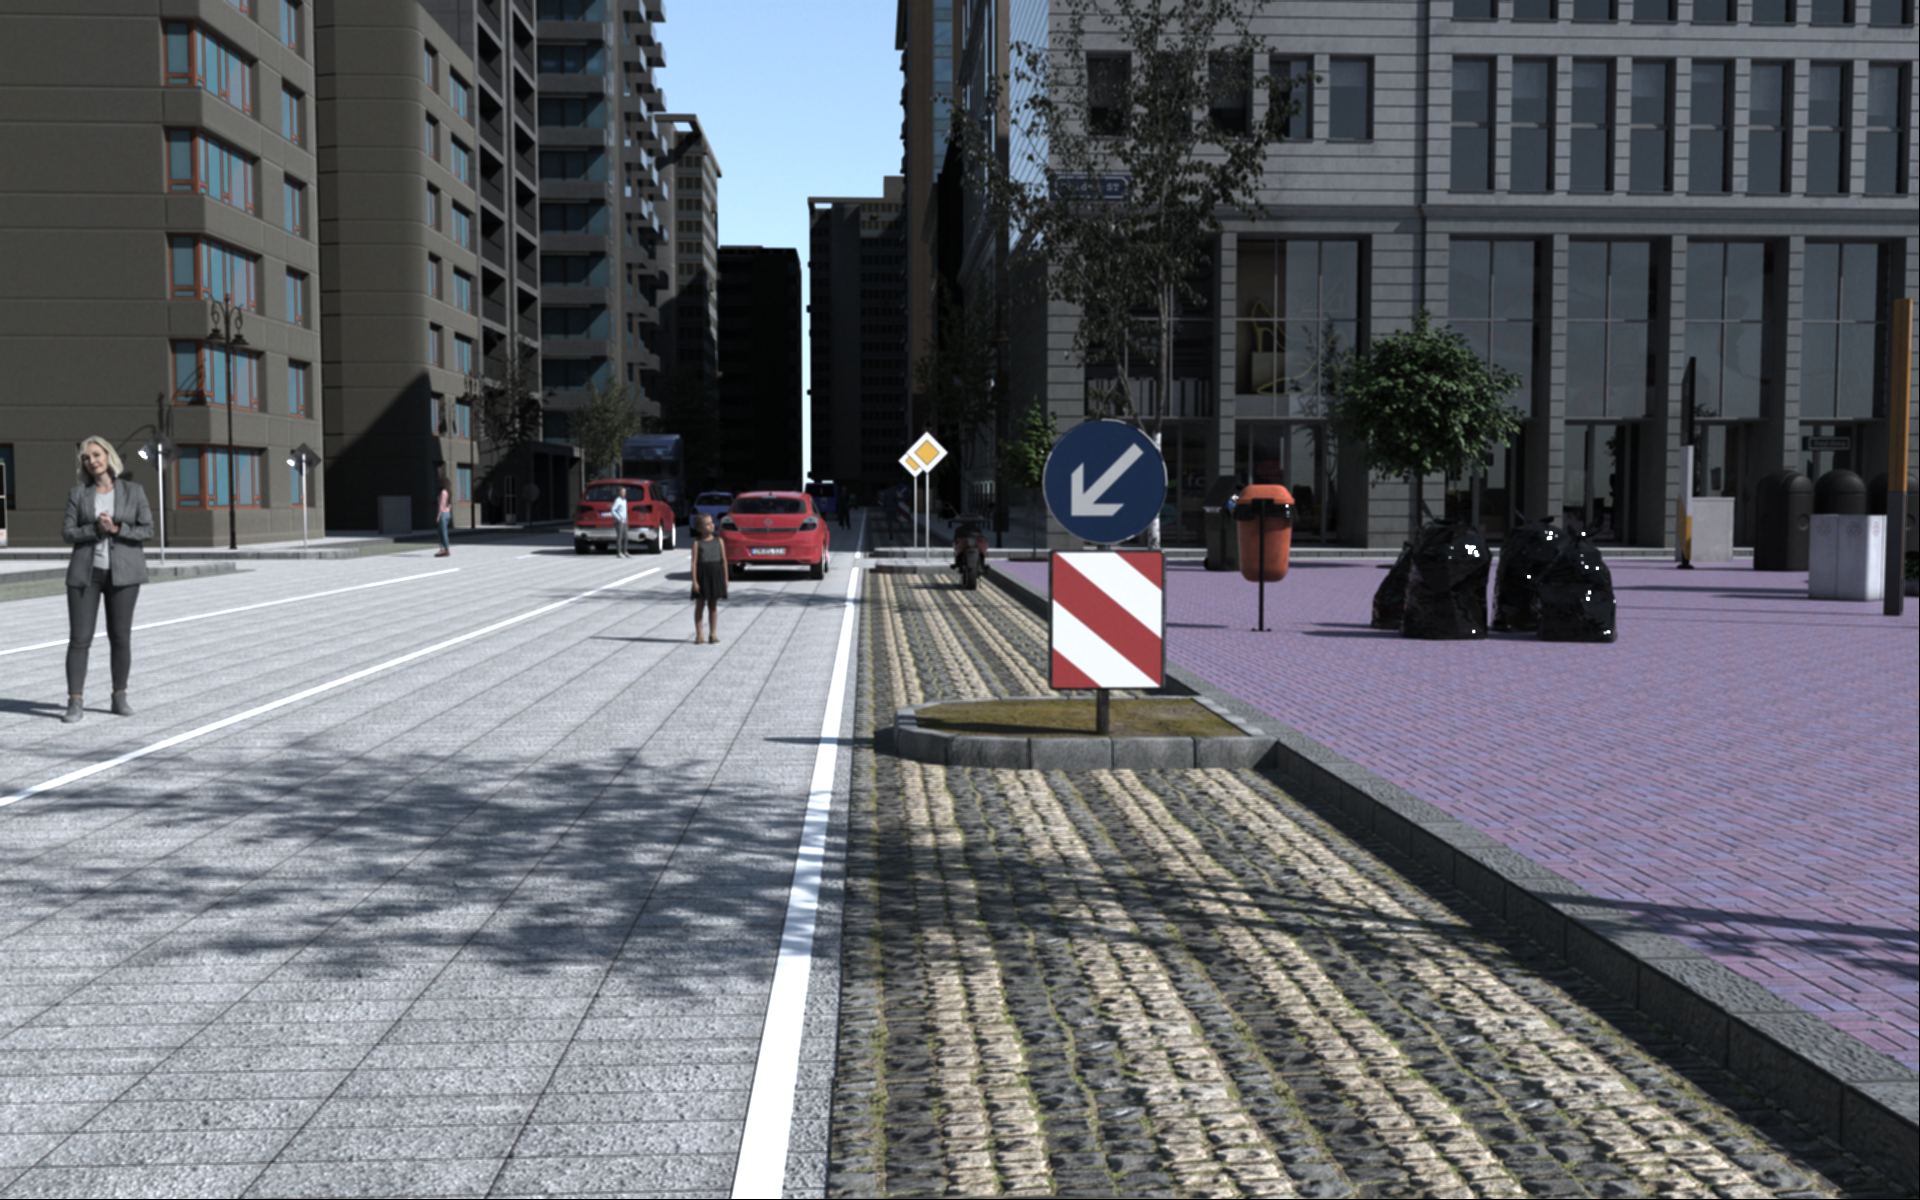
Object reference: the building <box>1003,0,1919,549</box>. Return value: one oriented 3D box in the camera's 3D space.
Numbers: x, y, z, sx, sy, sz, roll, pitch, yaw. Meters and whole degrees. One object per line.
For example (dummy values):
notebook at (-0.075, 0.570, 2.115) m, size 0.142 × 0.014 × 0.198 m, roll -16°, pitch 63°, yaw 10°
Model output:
building at (16.430, -16.380, 45.306) m, size 29.804 × 29.767 × 11.434 m, roll 0°, pitch 4°, yaw -3°

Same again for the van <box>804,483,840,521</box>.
van at (-7.571, -5.563, 95.347) m, size 2.240 × 2.365 × 5.245 m, roll 0°, pitch 4°, yaw -2°

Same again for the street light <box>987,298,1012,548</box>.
street light at (0.923, -4.169, 40.953) m, size 0.468 × 5.910 × 1.993 m, roll 0°, pitch 4°, yaw -3°

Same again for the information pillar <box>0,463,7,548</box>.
information pillar at (-22.753, -2.225, 40.878) m, size 0.304 × 2.012 × 0.304 m, roll 1°, pitch 4°, yaw 16°

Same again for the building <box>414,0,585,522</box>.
building at (-30.136, -39.615, 85.960) m, size 20.563 × 71.187 × 20.611 m, roll 0°, pitch 4°, yaw -3°

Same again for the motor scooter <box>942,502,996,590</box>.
motor scooter at (0.144, -0.831, 26.366) m, size 0.815 × 1.314 × 1.986 m, roll 0°, pitch 4°, yaw -2°

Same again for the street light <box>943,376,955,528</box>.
street light at (-0.378, -5.671, 65.504) m, size 0.468 × 5.910 × 1.993 m, roll 0°, pitch 4°, yaw -3°

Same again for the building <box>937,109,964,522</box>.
building at (5.338, -15.708, 86.506) m, size 12.332 × 23.373 × 15.834 m, roll 0°, pitch 4°, yaw -3°

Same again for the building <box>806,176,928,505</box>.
building at (-6.755, -31.953, 214.305) m, size 23.993 × 40.220 × 32.217 m, roll 0°, pitch 4°, yaw -3°

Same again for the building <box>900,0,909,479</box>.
building at (6.025, -30.261, 149.386) m, size 22.147 × 44.769 × 28.867 m, roll 0°, pitch 4°, yaw -3°

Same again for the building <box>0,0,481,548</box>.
building at (-32.505, -12.818, 54.611) m, size 27.650 × 21.520 × 28.899 m, roll 0°, pitch 4°, yaw -3°

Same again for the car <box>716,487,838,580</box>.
car at (-3.226, -1.302, 30.328) m, size 2.155 × 1.783 × 4.494 m, roll 0°, pitch 4°, yaw -3°

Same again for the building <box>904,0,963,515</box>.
building at (3.168, -29.210, 127.694) m, size 14.600 × 45.320 × 14.200 m, roll 0°, pitch 4°, yaw -3°

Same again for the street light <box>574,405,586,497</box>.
street light at (-19.597, -7.141, 89.547) m, size 0.468 × 5.910 × 1.993 m, roll 0°, pitch 4°, yaw -3°

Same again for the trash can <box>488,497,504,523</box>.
trash can at (-20.392, -3.938, 76.037) m, size 0.748 × 1.137 × 0.748 m, roll 0°, pitch 3°, yaw 0°

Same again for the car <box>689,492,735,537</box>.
car at (-8.291, -3.030, 59.124) m, size 1.945 × 1.707 × 3.694 m, roll 0°, pitch 4°, yaw -5°

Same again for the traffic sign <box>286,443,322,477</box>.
traffic sign at (-14.889, -2.271, 39.314) m, size 0.795 × 2.593 × 0.064 m, roll 0°, pitch 4°, yaw -3°

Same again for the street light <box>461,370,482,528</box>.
street light at (-18.239, -5.622, 64.709) m, size 0.468 × 5.910 × 1.993 m, roll 0°, pitch 4°, yaw -3°

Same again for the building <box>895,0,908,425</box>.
building at (7.982, -35.977, 177.468) m, size 28.713 × 52.752 × 27.495 m, roll 0°, pitch 4°, yaw -3°

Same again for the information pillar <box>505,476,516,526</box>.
information pillar at (-18.268, -4.032, 70.417) m, size 0.304 × 2.012 × 0.304 m, roll 2°, pitch 4°, yaw 27°

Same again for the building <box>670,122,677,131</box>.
building at (-39.926, -33.860, 203.713) m, size 14.200 × 45.320 × 14.600 m, roll 0°, pitch 4°, yaw -3°

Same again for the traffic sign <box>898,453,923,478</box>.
traffic sign at (-1.014, -2.314, 40.030) m, size 0.795 × 2.593 × 0.064 m, roll 0°, pitch 4°, yaw -3°

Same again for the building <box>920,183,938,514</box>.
building at (3.692, -16.439, 104.927) m, size 11.583 × 22.565 × 21.152 m, roll 0°, pitch 4°, yaw -3°

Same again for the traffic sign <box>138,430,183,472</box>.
traffic sign at (-14.465, -1.783, 31.341) m, size 0.795 × 2.593 × 0.064 m, roll 0°, pitch 4°, yaw -3°

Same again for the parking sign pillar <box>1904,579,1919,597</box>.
parking sign pillar at (12.636, -2.035, 21.752) m, size 1.447 × 3.967 × 1.447 m, roll 1°, pitch 4°, yaw 19°

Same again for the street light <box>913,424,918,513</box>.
street light at (-2.929, -8.686, 114.798) m, size 0.468 × 5.910 × 1.993 m, roll 0°, pitch 4°, yaw -3°

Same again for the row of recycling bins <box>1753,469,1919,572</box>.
row of recycling bins at (15.135, -1.333, 28.907) m, size 3.534 × 1.692 × 1.069 m, roll 0°, pitch 4°, yaw 0°

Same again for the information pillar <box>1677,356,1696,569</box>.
information pillar at (12.476, -2.348, 29.737) m, size 0.183 × 3.616 × 0.504 m, roll 0°, pitch 4°, yaw 6°

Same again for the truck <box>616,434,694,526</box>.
truck at (-13.942, -5.757, 83.883) m, size 2.967 × 4.110 × 18.799 m, roll 0°, pitch 4°, yaw -3°

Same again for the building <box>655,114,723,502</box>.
building at (-36.285, -29.423, 172.951) m, size 23.993 × 40.220 × 32.217 m, roll 0°, pitch 4°, yaw -3°

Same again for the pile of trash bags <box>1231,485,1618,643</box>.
pile of trash bags at (4.242, -0.386, 16.070) m, size 3.447 × 1.369 × 1.912 m, roll 1°, pitch 4°, yaw 14°

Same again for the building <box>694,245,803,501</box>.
building at (-25.740, -26.447, 204.113) m, size 14.107 × 30.474 × 14.160 m, roll 0°, pitch 4°, yaw -3°

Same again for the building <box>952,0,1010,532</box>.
building at (6.810, -17.250, 67.941) m, size 13.634 × 28.700 × 20.117 m, roll 0°, pitch 4°, yaw -3°

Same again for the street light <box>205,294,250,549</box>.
street light at (-16.928, -4.121, 40.159) m, size 0.468 × 5.910 × 1.993 m, roll 0°, pitch 4°, yaw -3°

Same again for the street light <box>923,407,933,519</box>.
street light at (-1.650, -7.172, 90.056) m, size 0.468 × 5.910 × 1.993 m, roll 0°, pitch 4°, yaw -3°

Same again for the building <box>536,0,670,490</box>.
building at (-33.810, -31.127, 128.537) m, size 23.786 × 49.044 × 30.456 m, roll 0°, pitch 4°, yaw -3°

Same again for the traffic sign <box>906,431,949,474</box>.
traffic sign at (-0.589, -1.827, 32.056) m, size 0.795 × 2.593 × 0.064 m, roll 0°, pitch 4°, yaw -3°

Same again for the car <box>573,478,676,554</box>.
car at (-8.233, -2.085, 42.761) m, size 2.281 × 1.827 × 5.304 m, roll 0°, pitch 4°, yaw -4°
